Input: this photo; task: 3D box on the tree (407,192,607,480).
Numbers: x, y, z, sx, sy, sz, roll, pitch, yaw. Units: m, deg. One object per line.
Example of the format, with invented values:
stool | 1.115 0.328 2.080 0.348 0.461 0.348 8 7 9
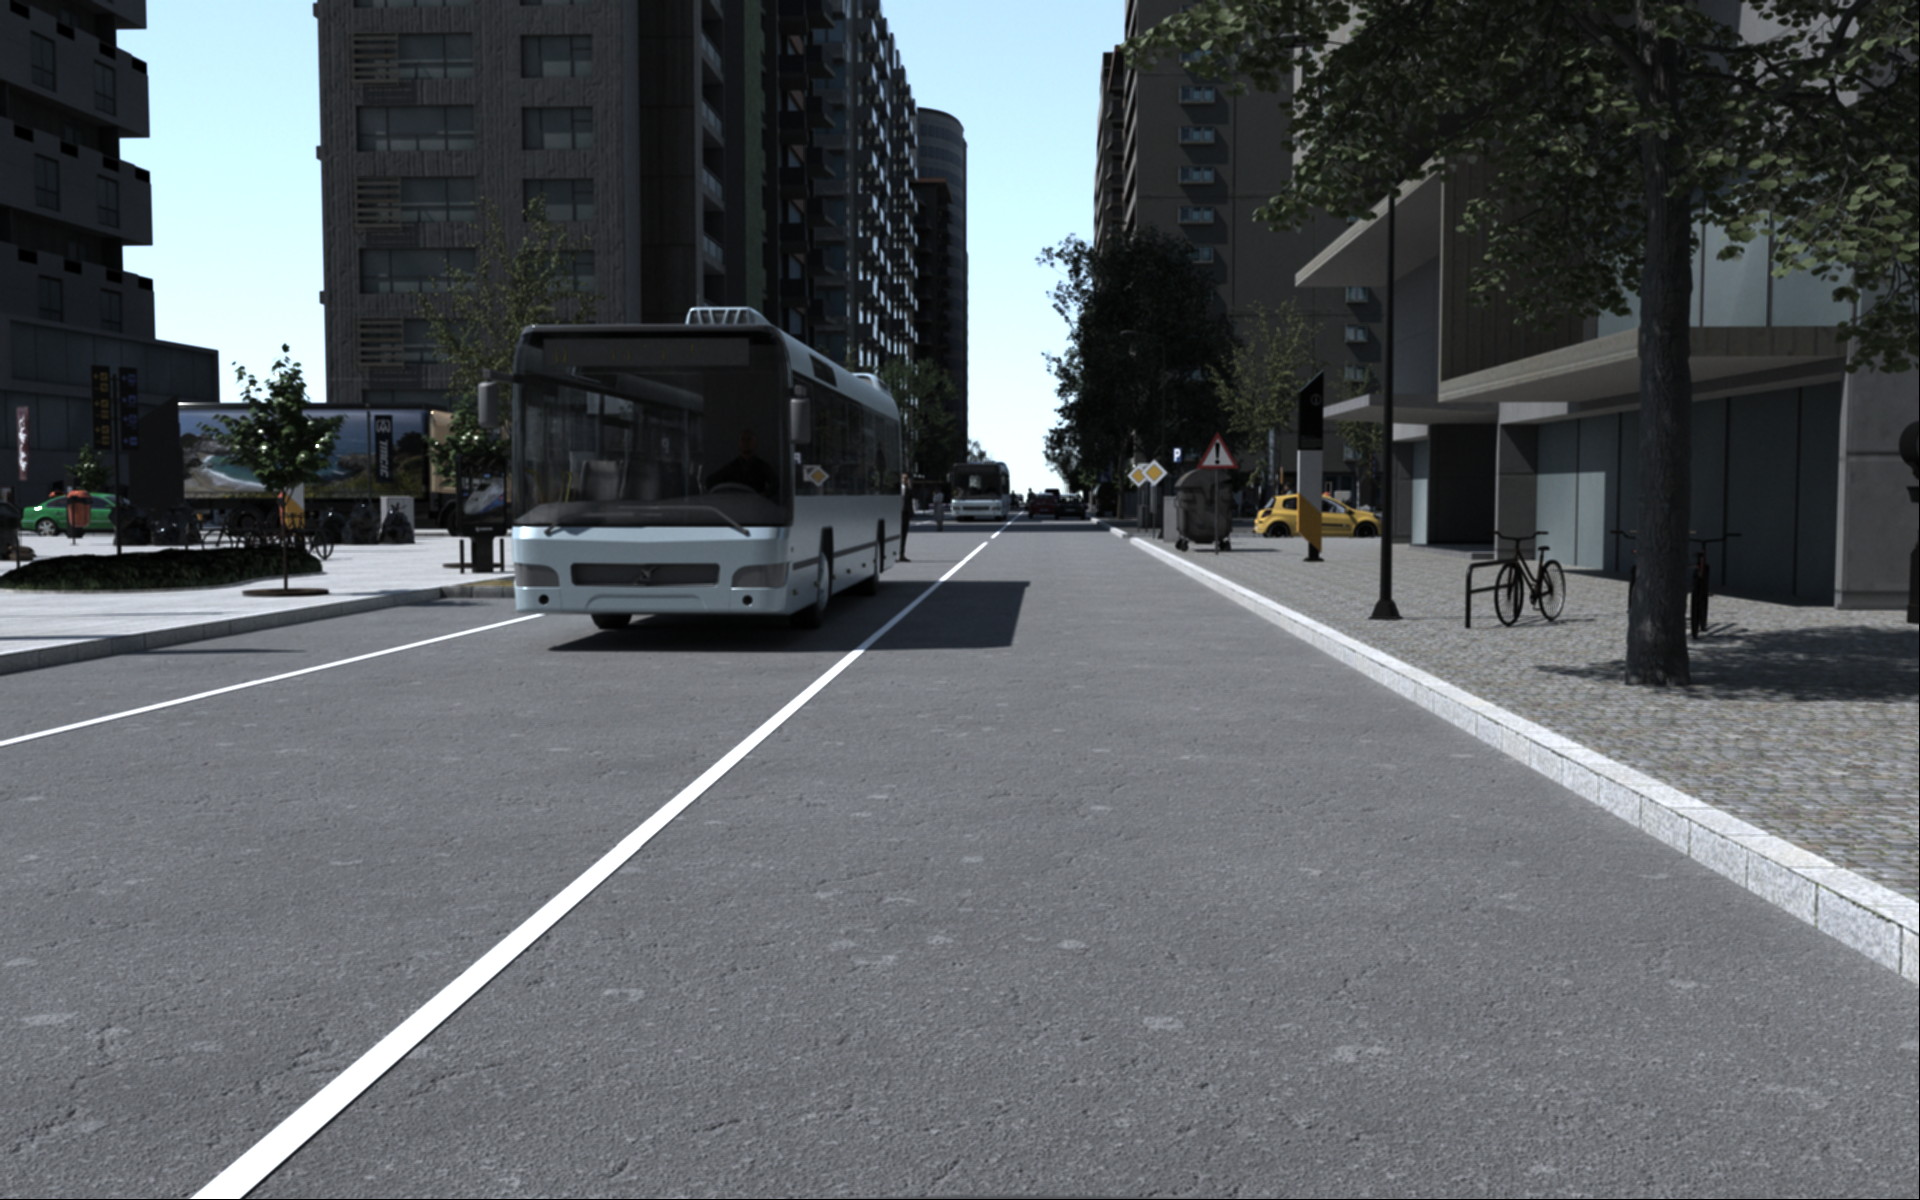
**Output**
tree | -10.711 -5.582 41.624 4.737 8.622 4.395 0 3 0

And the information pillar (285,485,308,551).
information pillar | -14.776 -2.878 38.416 0.183 3.616 0.504 2 4 31

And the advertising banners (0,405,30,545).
advertising banners | -19.197 -2.366 34.867 2.074 3.025 0.090 3 4 37

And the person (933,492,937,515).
person | -1.712 -6.715 120.102 0.330 1.601 0.589 2 4 25

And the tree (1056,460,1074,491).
tree | 17.366 -20.287 282.052 4.360 8.622 3.978 0 3 0

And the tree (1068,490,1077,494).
tree | 16.971 -16.048 256.992 1.663 3.219 1.824 0 3 0

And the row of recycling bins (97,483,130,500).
row of recycling bins | -31.209 -3.559 65.301 3.534 1.692 1.069 1 4 14

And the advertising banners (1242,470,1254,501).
advertising banners | 20.768 -8.028 127.449 2.074 3.025 0.090 0 4 -6

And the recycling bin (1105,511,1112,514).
recycling bin | 9.348 -5.991 110.509 0.722 1.027 0.722 0 4 0

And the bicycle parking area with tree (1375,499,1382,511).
bicycle parking area with tree | 33.506 -8.522 126.328 9.016 4.147 8.231 3 5 40

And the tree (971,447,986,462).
tree | 2.491 -18.928 259.833 4.360 8.622 3.978 0 3 0

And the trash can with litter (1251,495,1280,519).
trash can with litter | 15.870 -4.709 88.043 2.233 1.210 1.678 1 4 13

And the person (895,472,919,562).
person | -1.191 -1.758 36.608 0.648 1.900 0.474 -2 4 -32

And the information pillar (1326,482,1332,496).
information pillar | 22.725 -6.251 106.695 0.304 2.012 0.304 2 4 31

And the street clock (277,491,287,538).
street clock | -19.730 -2.811 50.537 0.358 2.002 0.471 1 4 10

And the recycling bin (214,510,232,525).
recycling bin | -30.528 -3.640 72.063 0.722 1.027 0.722 1 4 17

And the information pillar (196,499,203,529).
information pillar | -26.675 -4.240 60.681 0.183 3.616 0.504 -1 4 -9

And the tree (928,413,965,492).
tree | -1.961 -12.359 152.428 4.360 8.622 3.978 0 3 0

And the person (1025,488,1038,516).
person | 4.680 -6.418 113.399 0.822 1.834 0.622 3 4 38

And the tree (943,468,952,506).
tree | -0.323 -12.654 190.598 4.285 4.588 4.351 0 3 0

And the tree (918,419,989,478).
tree | -0.583 -16.489 204.011 8.767 10.594 7.601 0 4 -8

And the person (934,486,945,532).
person | -0.856 -3.505 66.380 0.524 1.755 0.480 2 4 35

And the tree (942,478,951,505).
tree | -1.322 -11.353 180.220 1.663 3.219 1.824 0 3 0

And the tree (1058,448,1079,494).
tree | 15.649 -18.107 246.406 4.737 8.622 4.395 0 3 0

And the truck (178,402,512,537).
truck | -18.629 -3.995 54.225 11.283 4.237 2.839 0 4 1

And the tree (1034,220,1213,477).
tree | 11.276 -16.002 117.518 12.611 20.169 13.585 0 3 0

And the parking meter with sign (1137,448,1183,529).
parking meter with sign | 7.475 -4.196 64.861 1.738 3.016 0.543 -2 4 -27

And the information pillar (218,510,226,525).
information pillar | -30.184 -4.057 70.816 0.304 2.012 0.304 -2 4 -25

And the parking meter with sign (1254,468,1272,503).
parking meter with sign | 20.148 -7.176 113.582 1.738 3.016 0.543 1 4 14

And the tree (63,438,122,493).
tree | -30.332 -4.009 60.155 1.663 3.219 1.824 0 3 0

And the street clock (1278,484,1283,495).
street clock | 22.462 -7.147 121.431 0.358 2.002 0.471 0 4 3

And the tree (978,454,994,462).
tree | 4.326 -20.868 291.557 4.737 8.622 4.395 0 3 0

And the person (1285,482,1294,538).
person | 10.306 -2.809 54.602 0.466 1.800 0.511 1 4 11

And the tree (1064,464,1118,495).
tree | 11.101 -9.408 137.535 4.285 4.588 4.351 0 3 0

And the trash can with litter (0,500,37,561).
trash can with litter | -18.234 -1.346 33.393 1.055 1.170 0.624 2 4 26

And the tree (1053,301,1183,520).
tree | 8.151 -9.830 86.469 9.928 11.665 9.643 0 3 0

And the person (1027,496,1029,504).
person | 9.656 -14.343 244.473 0.415 1.643 0.593 0 4 4

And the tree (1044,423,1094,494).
tree | 13.987 -17.206 215.733 8.767 10.594 7.601 2 4 29

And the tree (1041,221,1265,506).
tree | 8.157 -9.548 73.118 9.611 12.733 9.660 0 3 0

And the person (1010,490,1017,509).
person | 5.167 -9.850 169.556 1.348 1.824 0.705 -3 5 -43

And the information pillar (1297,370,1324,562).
information pillar | 6.655 -2.538 32.859 0.504 3.616 0.183 -1 4 -12

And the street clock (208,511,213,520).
street clock | -37.337 -4.988 86.126 0.358 2.002 0.471 2 4 32

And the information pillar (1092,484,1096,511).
information pillar | 9.986 -7.628 129.202 0.304 2.012 0.304 0 4 1
